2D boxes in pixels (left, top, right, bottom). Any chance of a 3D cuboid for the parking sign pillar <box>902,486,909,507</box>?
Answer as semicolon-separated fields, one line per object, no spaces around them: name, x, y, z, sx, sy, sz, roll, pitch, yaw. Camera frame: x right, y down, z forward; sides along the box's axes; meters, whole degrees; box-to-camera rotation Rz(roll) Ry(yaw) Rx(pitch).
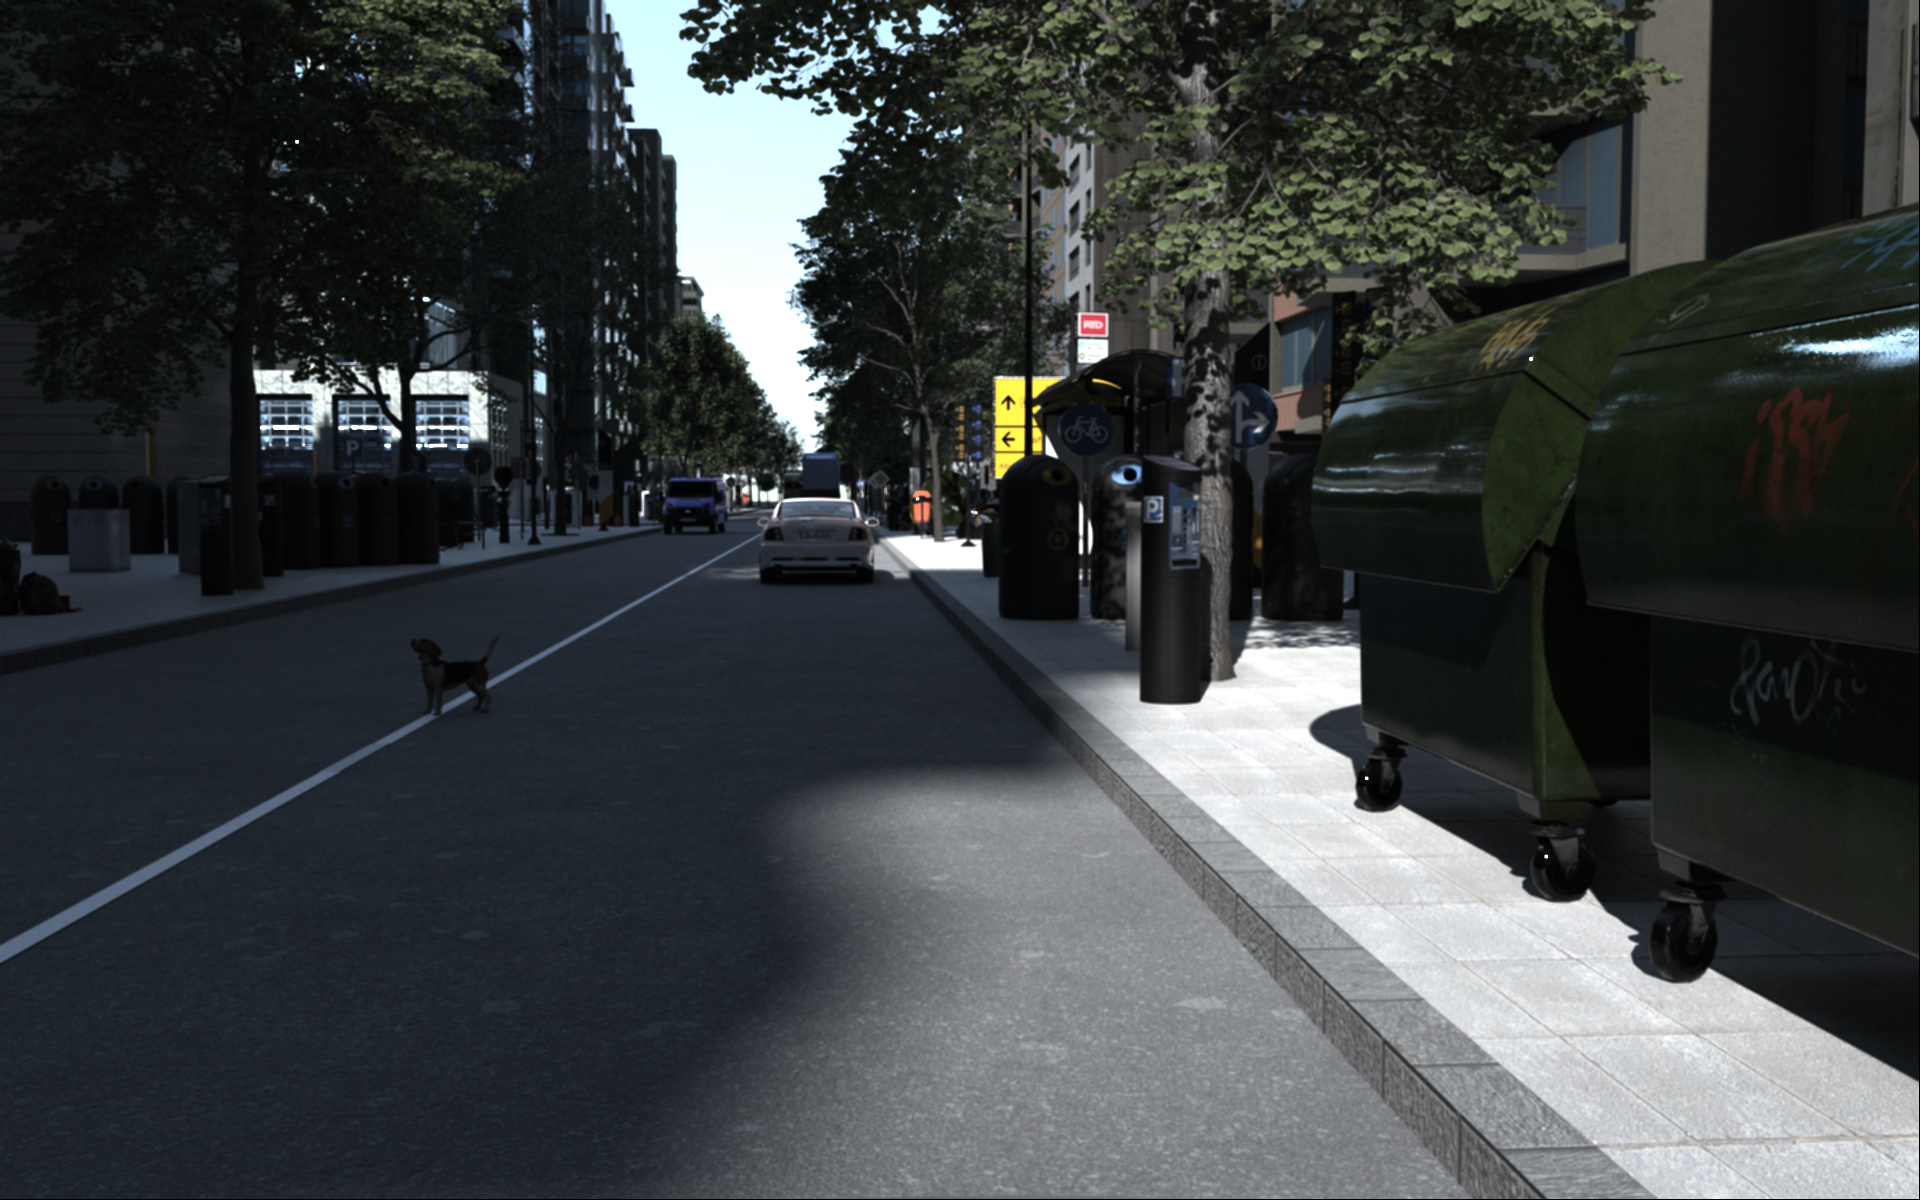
parking sign pillar;-2.924;-7.136;105.141;1.447;3.967;1.447;-2;4;-27

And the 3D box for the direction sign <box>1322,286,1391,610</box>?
direction sign;4.438;-1.668;19.272;0.379;3.537;0.876;-2;4;-31

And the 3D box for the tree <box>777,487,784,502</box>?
tree;-30.029;-18.034;289.463;1.663;3.219;1.824;0;3;0

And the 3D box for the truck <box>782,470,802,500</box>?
truck;-19.749;-13.304;206.438;2.839;4.237;11.283;0;4;-5

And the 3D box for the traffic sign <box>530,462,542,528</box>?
traffic sign;-15.974;-3.942;64.564;0.768;2.556;0.104;0;4;1

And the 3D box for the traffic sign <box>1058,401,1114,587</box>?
traffic sign;1.737;-1.456;23.910;0.768;2.556;0.104;0;4;0

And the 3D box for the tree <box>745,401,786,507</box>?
tree;-21.601;-15.370;177.048;9.928;11.665;9.643;0;3;0

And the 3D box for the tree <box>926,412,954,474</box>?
tree;-1.392;-11.400;136.753;4.360;8.622;3.978;0;3;0

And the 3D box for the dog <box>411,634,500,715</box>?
dog;-3.286;0.488;11.305;0.406;0.507;0.540;0;4;5

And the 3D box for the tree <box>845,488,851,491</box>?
tree;-15.393;-18.562;253.855;4.360;8.622;3.978;0;3;0

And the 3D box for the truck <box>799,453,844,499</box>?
truck;-8.733;-7.160;106.817;2.967;4.110;18.799;0;4;-3

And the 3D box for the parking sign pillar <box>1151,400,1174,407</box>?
parking sign pillar;4.602;-3.078;38.804;1.447;3.967;1.447;-1;4;-14

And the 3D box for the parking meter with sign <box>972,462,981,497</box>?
parking meter with sign;0.733;-5.185;81.040;0.543;3.016;1.738;1;4;9

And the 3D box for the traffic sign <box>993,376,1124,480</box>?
traffic sign;1.696;-2.206;29.937;2.265;3.308;0.079;0;4;1

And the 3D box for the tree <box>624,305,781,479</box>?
tree;-15.877;-11.535;105.612;9.611;12.733;9.660;0;3;0

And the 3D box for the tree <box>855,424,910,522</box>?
tree;-3.299;-5.924;80.564;4.285;4.588;4.351;0;3;0

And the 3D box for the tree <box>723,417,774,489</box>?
tree;-17.965;-11.469;137.885;4.360;8.622;3.978;0;3;0

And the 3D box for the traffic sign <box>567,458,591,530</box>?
traffic sign;-13.675;-3.800;62.140;0.884;2.594;0.081;0;4;3

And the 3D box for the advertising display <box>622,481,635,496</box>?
advertising display;-15.853;-4.747;82.830;0.123;1.923;0.974;1;4;21

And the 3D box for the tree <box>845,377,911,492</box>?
tree;-3.645;-8.589;90.792;4.737;8.622;4.395;0;3;0

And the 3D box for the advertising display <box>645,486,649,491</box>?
advertising display;-23.674;-7.789;132.561;0.974;1.923;0.123;-3;4;-39

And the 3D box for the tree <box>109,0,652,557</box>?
tree;-11.289;-7.605;34.707;12.009;13.543;11.850;0;3;0

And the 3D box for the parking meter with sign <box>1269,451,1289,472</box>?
parking meter with sign;5.389;-2.068;30.073;0.543;3.016;1.738;3;4;39

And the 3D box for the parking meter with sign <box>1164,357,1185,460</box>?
parking meter with sign;2.947;-1.628;22.887;0.543;3.016;1.738;0;4;5

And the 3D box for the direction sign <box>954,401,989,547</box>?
direction sign;0.201;-3.075;42.273;0.876;3.537;0.379;3;5;40

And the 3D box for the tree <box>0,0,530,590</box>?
tree;-9.224;-6.415;23.018;7.486;12.596;7.792;0;3;0

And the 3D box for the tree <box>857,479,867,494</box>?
tree;-12.550;-13.763;219.619;1.663;3.219;1.824;0;3;0

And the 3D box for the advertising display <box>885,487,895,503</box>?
advertising display;-6.004;-8.631;146.336;0.974;1.923;0.123;1;4;14

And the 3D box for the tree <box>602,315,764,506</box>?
tree;-14.719;-9.586;91.147;8.767;10.594;7.601;0;4;-3

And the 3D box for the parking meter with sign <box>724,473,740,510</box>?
parking meter with sign;-19.175;-9.023;143.789;1.738;3.016;0.543;2;4;25

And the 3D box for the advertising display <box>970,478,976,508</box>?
advertising display;0.405;-3.996;70.551;0.123;1.923;0.974;2;4;24

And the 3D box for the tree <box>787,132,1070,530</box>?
tree;-1.293;-9.461;61.346;9.857;13.997;8.962;0;3;0

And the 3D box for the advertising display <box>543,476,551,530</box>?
advertising display;-15.040;-3.538;63.060;0.123;1.923;0.974;0;4;-6

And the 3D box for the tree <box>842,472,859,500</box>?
tree;-14.897;-19.689;238.919;9.611;12.733;9.660;0;3;0

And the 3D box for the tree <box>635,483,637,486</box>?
tree;-27.623;-9.056;142.674;1.663;3.219;1.824;0;3;0

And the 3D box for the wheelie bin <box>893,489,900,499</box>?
wheelie bin;-4.081;-6.430;113.045;0.693;1.594;0.980;-3;5;-42

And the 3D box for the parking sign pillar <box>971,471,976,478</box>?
parking sign pillar;0.630;-7.891;117.492;1.447;3.967;1.447;2;4;29

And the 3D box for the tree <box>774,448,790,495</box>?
tree;-25.483;-17.843;242.092;4.360;8.622;3.978;0;3;0

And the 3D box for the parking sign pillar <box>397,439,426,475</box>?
parking sign pillar;-26.638;-5.855;84.199;1.447;3.967;1.447;0;4;7

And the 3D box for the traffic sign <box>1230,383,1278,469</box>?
traffic sign;3.262;-1.214;19.955;0.768;2.556;0.104;0;4;1

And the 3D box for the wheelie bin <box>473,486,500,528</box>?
wheelie bin;-17.897;-3.534;65.687;0.980;1.594;0.693;0;3;0

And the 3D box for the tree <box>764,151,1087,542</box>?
tree;-0.554;-6.856;46.502;8.767;10.594;7.601;0;4;-3

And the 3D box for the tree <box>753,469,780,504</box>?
tree;-25.185;-14.753;224.929;4.285;4.588;4.351;0;3;0

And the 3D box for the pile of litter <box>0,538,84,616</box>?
pile of litter;-10.320;-0.274;18.441;1.719;0.858;1.176;-1;4;-21

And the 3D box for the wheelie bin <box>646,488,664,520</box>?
wheelie bin;-14.922;-4.708;84.878;0.980;1.594;0.693;3;5;42

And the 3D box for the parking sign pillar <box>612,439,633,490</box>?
parking sign pillar;-16.671;-5.891;84.787;1.447;3.967;1.447;-1;4;-21

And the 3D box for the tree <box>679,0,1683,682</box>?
tree;1.532;-5.748;12.112;7.486;12.596;7.792;0;3;0

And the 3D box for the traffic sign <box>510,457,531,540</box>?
traffic sign;-12.208;-2.820;48.231;0.606;2.300;0.079;0;4;1

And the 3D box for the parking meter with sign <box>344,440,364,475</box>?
parking meter with sign;-19.427;-3.667;56.210;0.543;3.016;1.738;0;4;-3

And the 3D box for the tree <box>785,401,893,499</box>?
tree;-9.026;-14.239;158.558;9.928;11.665;9.643;0;3;0

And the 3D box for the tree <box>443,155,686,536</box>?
tree;-12.238;-7.789;53.107;9.928;11.665;9.643;0;3;0

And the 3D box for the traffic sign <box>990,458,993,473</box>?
traffic sign;1.328;-3.343;54.772;0.768;2.556;0.104;0;4;2

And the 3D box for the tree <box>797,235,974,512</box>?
tree;-4.966;-16.432;124.558;12.611;20.169;13.585;0;3;0

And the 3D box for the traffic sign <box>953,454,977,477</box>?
traffic sign;0.148;-3.350;54.879;0.768;2.556;0.104;0;4;4
